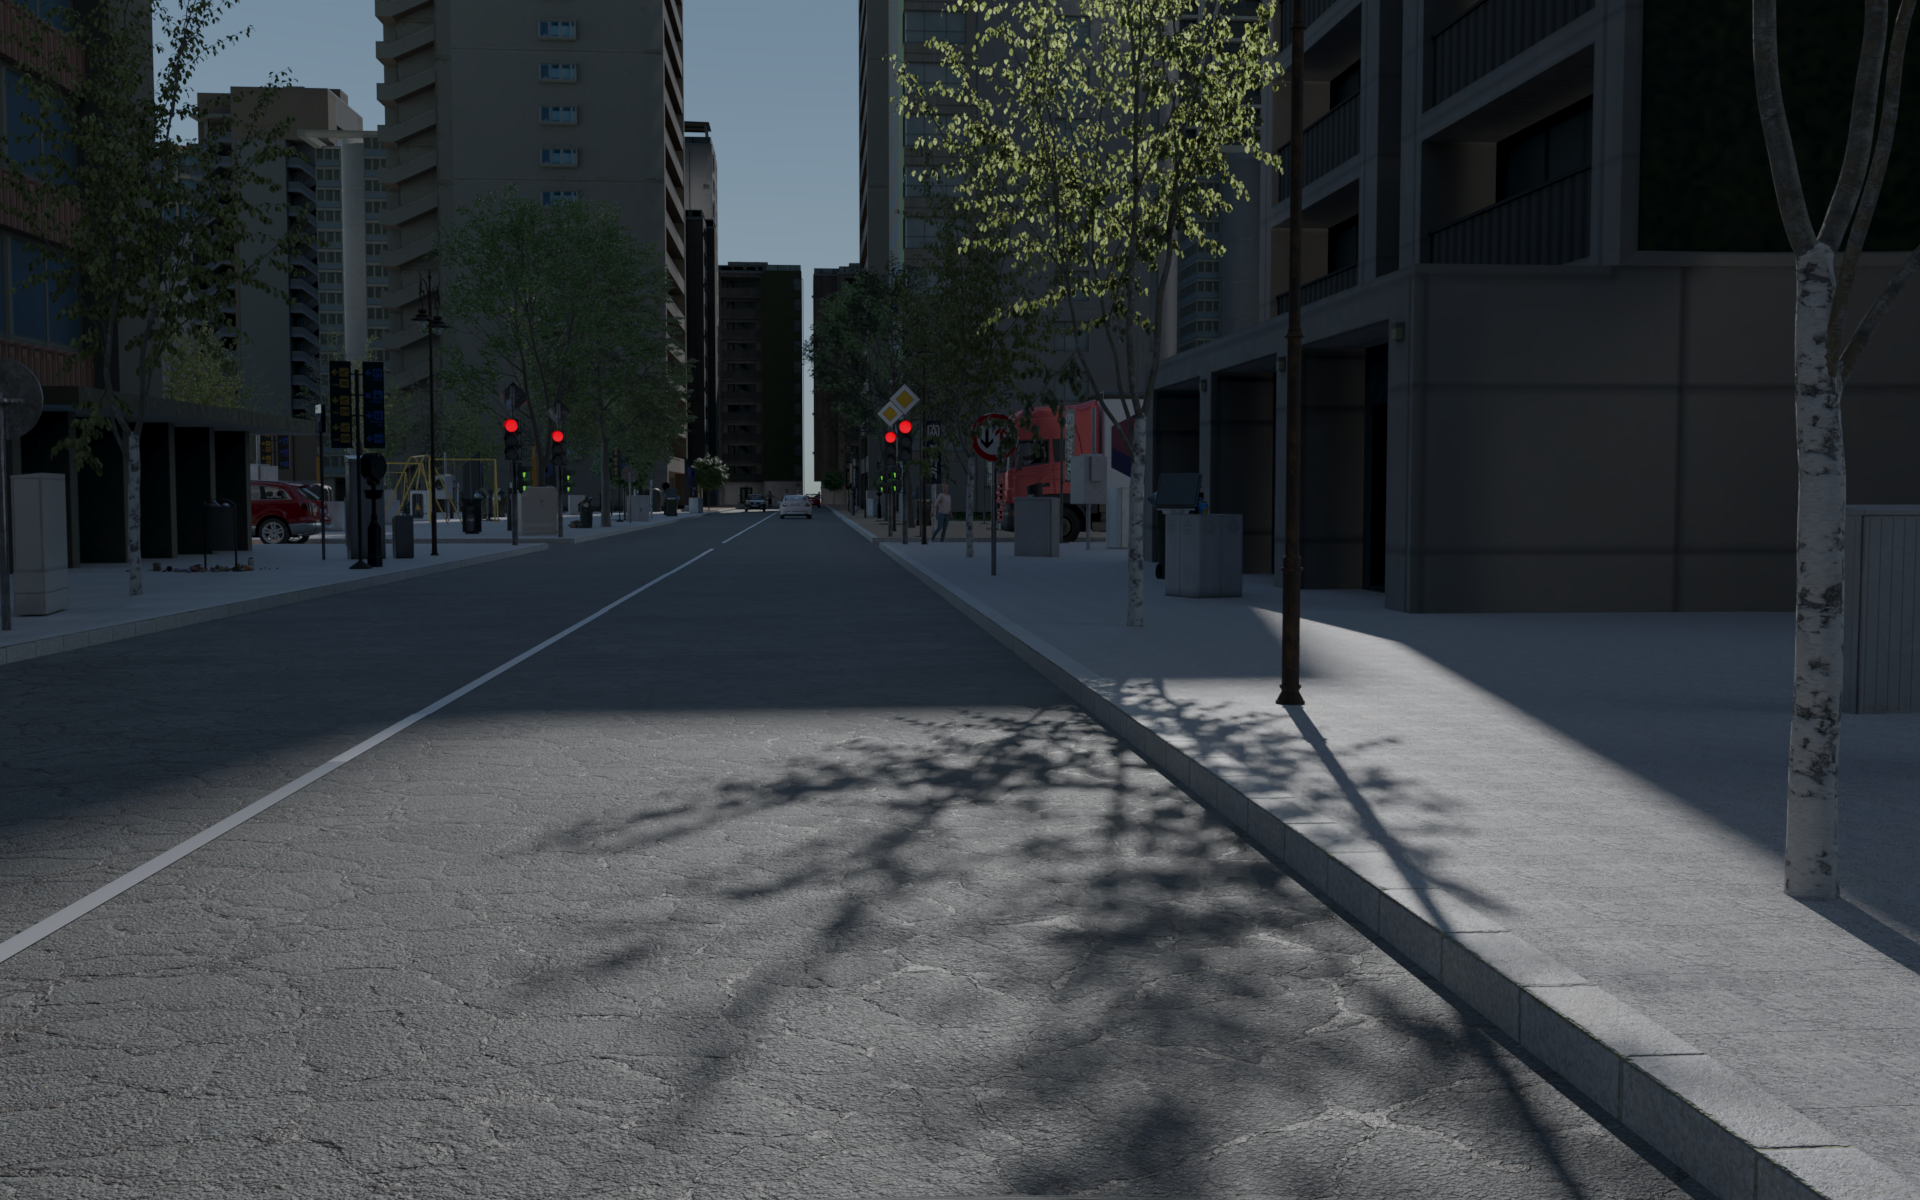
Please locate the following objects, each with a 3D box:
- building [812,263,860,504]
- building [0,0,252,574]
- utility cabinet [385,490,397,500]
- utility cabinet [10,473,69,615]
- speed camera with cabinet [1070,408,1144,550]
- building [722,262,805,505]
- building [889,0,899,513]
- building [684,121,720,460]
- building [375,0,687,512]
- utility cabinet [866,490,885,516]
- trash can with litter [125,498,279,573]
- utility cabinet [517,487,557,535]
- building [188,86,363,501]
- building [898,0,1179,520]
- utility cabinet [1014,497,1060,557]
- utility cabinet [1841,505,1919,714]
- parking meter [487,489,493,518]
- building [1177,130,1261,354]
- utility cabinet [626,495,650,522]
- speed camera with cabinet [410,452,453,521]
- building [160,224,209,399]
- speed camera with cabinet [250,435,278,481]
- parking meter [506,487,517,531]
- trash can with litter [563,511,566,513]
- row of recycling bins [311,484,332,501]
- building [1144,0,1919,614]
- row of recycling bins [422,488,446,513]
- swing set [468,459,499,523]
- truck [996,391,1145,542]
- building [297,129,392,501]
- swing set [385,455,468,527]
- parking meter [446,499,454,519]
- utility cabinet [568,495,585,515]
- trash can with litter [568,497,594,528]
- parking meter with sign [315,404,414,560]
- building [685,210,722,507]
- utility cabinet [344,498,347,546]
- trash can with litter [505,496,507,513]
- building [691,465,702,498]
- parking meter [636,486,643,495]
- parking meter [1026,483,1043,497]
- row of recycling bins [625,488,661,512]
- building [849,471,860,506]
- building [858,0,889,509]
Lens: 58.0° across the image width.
[{"bbox_3d":[-11.681,-27.395,219.613,14.107,30.474,14.160,0,4,-5],"label":"building"},{"bbox_3d":[-28.743,-22.884,28.776,28.867,44.769,22.147,0,4,-5],"label":"building"},{"bbox_3d":[-29.529,-4.946,89.544,0.318,1.500,1.173,0,4,6],"label":"utility cabinet"},{"bbox_3d":[-9.893,-0.607,18.610,0.318,1.500,1.173,-1,4,-17],"label":"utility cabinet"},{"bbox_3d":[3.538,-2.817,40.389,2.038,3.252,0.660,-2,4,-34],"label":"speed camera with cabinet"},{"bbox_3d":[-26.753,-27.321,218.395,14.107,30.474,14.160,0,4,-5],"label":"building"},{"bbox_3d":[2.503,-28.446,115.209,14.600,45.320,14.200,0,4,-5],"label":"building"},{"bbox_3d":[-33.872,-31.076,191.692,14.086,41.232,14.154,0,4,-5],"label":"building"},{"bbox_3d":[-32.944,-31.278,135.096,21.300,48.544,21.600,0,4,-5],"label":"building"},{"bbox_3d":[-4.822,-5.577,99.862,1.173,1.500,0.318,-1,4,-20],"label":"utility cabinet"},{"bbox_3d":[-12.698,-1.090,28.875,2.233,1.210,1.678,0,4,-4],"label":"trash can with litter"},{"bbox_3d":[-13.036,-2.739,53.461,1.173,1.500,0.318,-3,4,-39],"label":"utility cabinet"},{"bbox_3d":[-73.273,-32.867,187.491,14.200,45.320,14.600,0,4,-5],"label":"building"},{"bbox_3d":[3.615,-25.055,93.245,14.154,41.232,14.086,0,4,-5],"label":"building"},{"bbox_3d":[1.585,-1.498,35.661,1.020,1.237,0.306,3,5,44],"label":"utility cabinet"},{"bbox_3d":[5.691,0.054,10.276,1.020,1.237,0.306,-1,4,-12],"label":"utility cabinet"},{"bbox_3d":[-25.610,-5.248,94.223,0.372,1.533,0.369,0,3,0],"label":"parking meter"},{"bbox_3d":[34.851,-30.365,188.344,23.993,40.220,32.217,0,4,-5],"label":"building"},{"bbox_3d":[-15.074,-4.276,81.072,1.020,1.237,0.306,0,4,8],"label":"utility cabinet"},{"bbox_3d":[-24.956,-5.344,81.713,2.038,3.252,0.660,1,4,20],"label":"speed camera with cabinet"},{"bbox_3d":[-87.430,-25.423,187.367,14.107,30.474,14.160,0,4,-5],"label":"building"},{"bbox_3d":[-20.947,-3.599,53.187,2.038,3.252,0.660,2,4,34],"label":"speed camera with cabinet"},{"bbox_3d":[-15.616,-3.180,60.411,0.372,1.533,0.369,0,3,0],"label":"parking meter"},{"bbox_3d":[-27.557,-6.551,118.165,2.233,1.210,1.678,1,4,22],"label":"trash can with litter"},{"bbox_3d":[-26.045,-3.863,70.279,1.069,1.692,3.534,-1,4,-17],"label":"row of recycling bins"},{"bbox_3d":[14.591,-35.691,21.797,20.563,71.187,20.611,0,4,-5],"label":"building"},{"bbox_3d":[-36.768,-6.980,121.239,1.069,1.692,3.534,0,4,0],"label":"row of recycling bins"},{"bbox_3d":[-21.965,-4.855,76.997,3.119,2.851,2.862,-1,4,-18],"label":"swing set"},{"bbox_3d":[6.035,-3.651,48.615,11.283,4.237,2.839,0,4,-5],"label":"truck"},{"bbox_3d":[-52.398,-29.923,181.122,23.993,40.220,32.217,0,4,-5],"label":"building"},{"bbox_3d":[-21.852,-4.439,70.191,2.862,2.851,3.119,-2,4,-28],"label":"swing set"},{"bbox_3d":[-26.481,-4.983,89.880,0.372,1.533,0.369,0,3,0],"label":"parking meter"},{"bbox_3d":[-23.451,-5.798,105.952,1.020,1.237,0.306,-3,5,-42],"label":"utility cabinet"},{"bbox_3d":[-14.232,-3.273,64.900,1.055,1.170,0.624,2,4,25],"label":"trash can with litter"},{"bbox_3d":[-11.734,-2.321,34.210,1.738,3.016,0.543,-2,4,-31],"label":"parking meter with sign"},{"bbox_3d":[-31.784,-24.623,174.286,14.160,30.474,14.107,0,4,-5],"label":"building"},{"bbox_3d":[-15.035,-1.970,43.364,0.306,1.237,1.020,0,4,8],"label":"utility cabinet"},{"bbox_3d":[-30.435,-6.372,115.562,0.624,1.170,1.055,-2,4,-25],"label":"trash can with litter"},{"bbox_3d":[-34.009,-43.866,155.458,20.563,71.187,20.611,0,4,-5],"label":"building"},{"bbox_3d":[-19.414,-6.066,104.886,0.255,1.863,0.399,-3,5,-39],"label":"parking meter"},{"bbox_3d":[1.634,-1.815,38.091,0.372,1.533,0.369,0,3,0],"label":"parking meter"},{"bbox_3d":[-22.793,-7.155,124.098,3.534,1.692,1.069,3,4,37],"label":"row of recycling bins"},{"bbox_3d":[-1.824,-45.980,190.031,20.563,71.187,20.611,0,4,-5],"label":"building"},{"bbox_3d":[2.898,-31.499,138.713,21.300,48.544,21.600,0,4,-5],"label":"building"}]
